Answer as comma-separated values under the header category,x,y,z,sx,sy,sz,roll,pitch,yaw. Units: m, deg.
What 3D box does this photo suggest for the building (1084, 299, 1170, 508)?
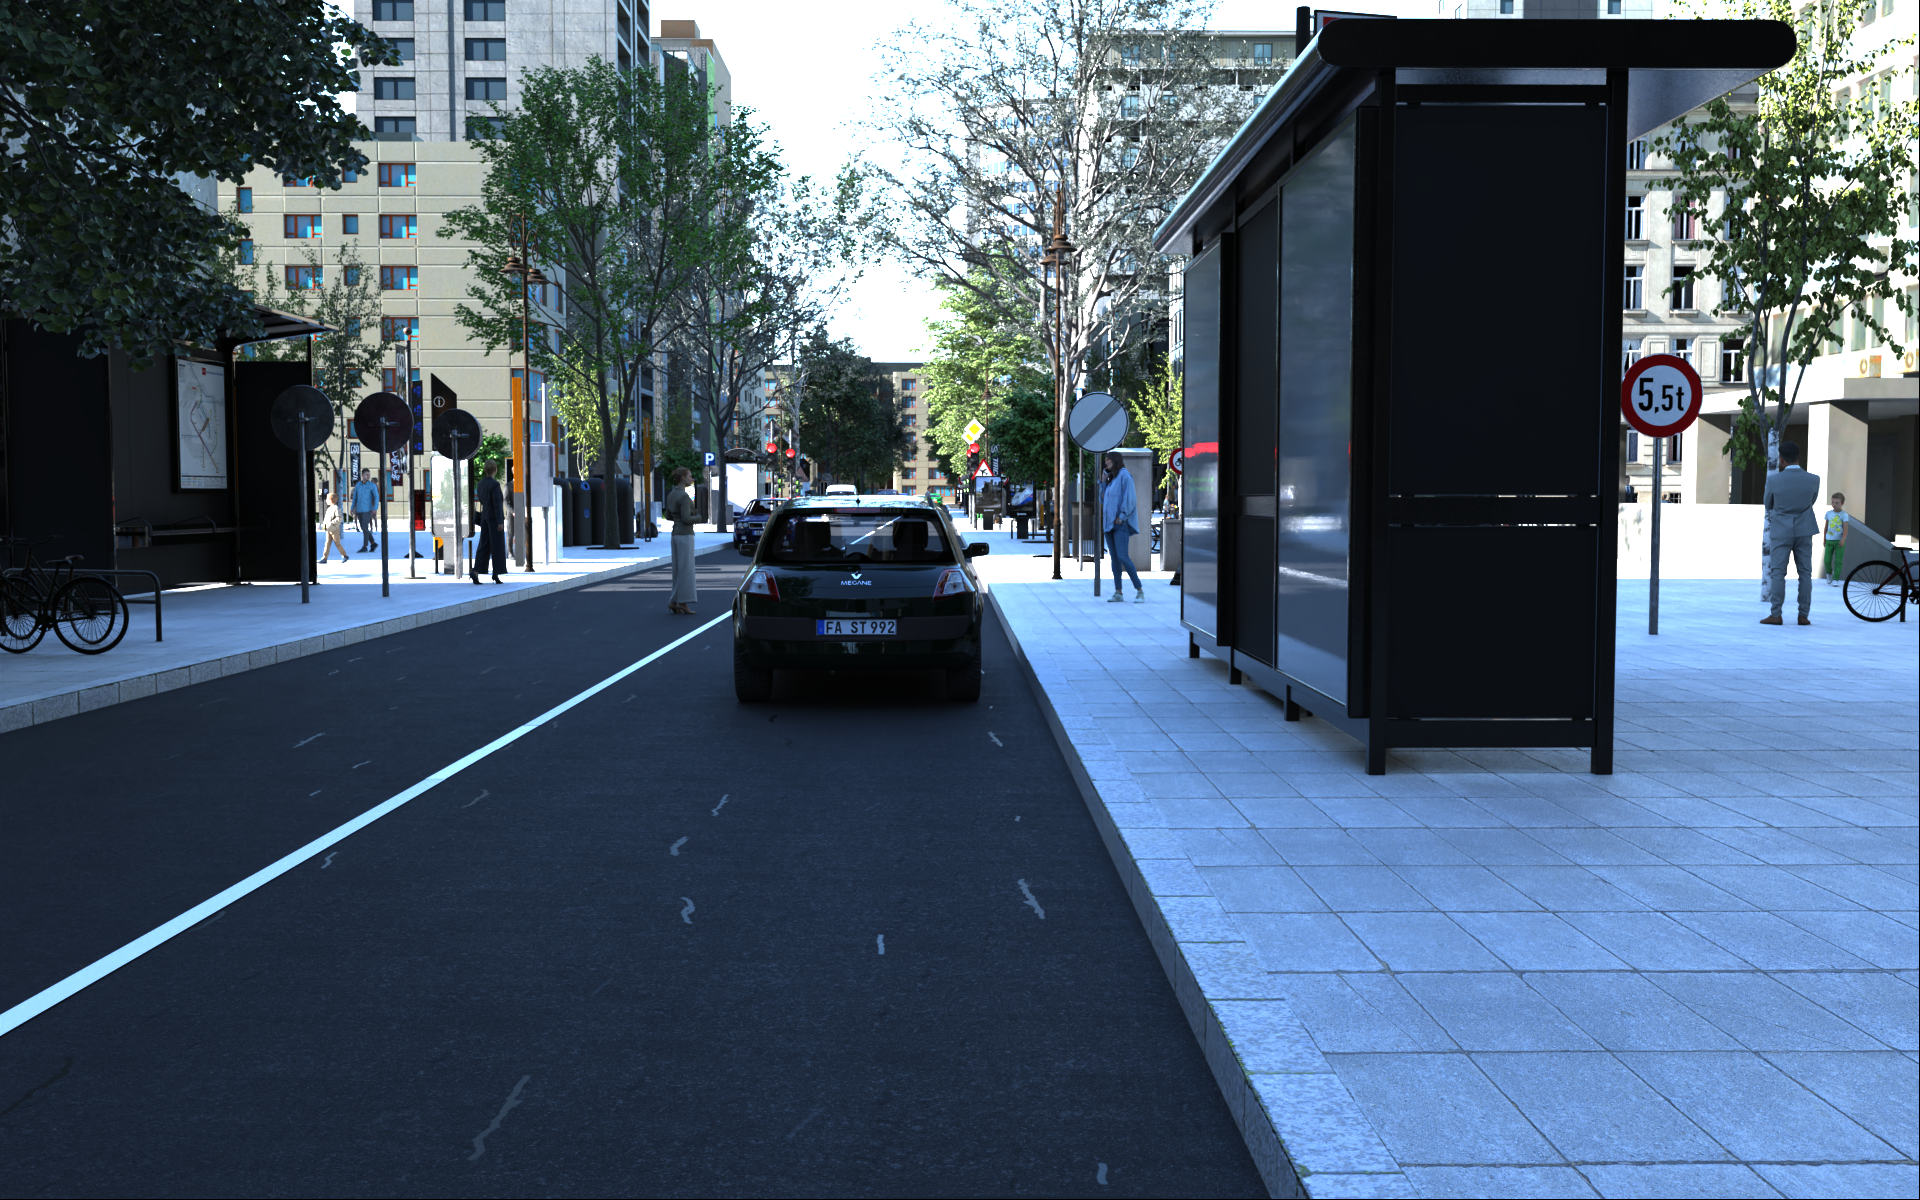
category,x,y,z,sx,sy,sz,roll,pitch,yaw
building,27.026,-19.774,168.350,27.650,21.520,28.899,0,4,-1

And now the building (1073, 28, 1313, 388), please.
category,x,y,z,sx,sy,sz,roll,pitch,yaw
building,27.878,-37.083,195.552,28.713,52.752,27.495,0,4,-1

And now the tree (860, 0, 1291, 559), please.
category,x,y,z,sx,sy,sz,roll,pitch,yaw
tree,2.106,-7.583,34.352,12.009,13.543,11.850,0,3,0

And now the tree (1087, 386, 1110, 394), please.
category,x,y,z,sx,sy,sz,roll,pitch,yaw
tree,9.832,-9.663,108.350,4.737,8.622,4.395,0,3,0

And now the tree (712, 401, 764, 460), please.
category,x,y,z,sx,sy,sz,roll,pitch,yaw
tree,-17.052,-11.333,135.663,4.360,8.622,3.978,0,3,0

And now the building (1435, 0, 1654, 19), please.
category,x,y,z,sx,sy,sz,roll,pitch,yaw
building,64.836,-46.503,198.578,20.611,71.187,20.563,0,4,-1

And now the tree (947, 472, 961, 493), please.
category,x,y,z,sx,sy,sz,roll,pitch,yaw
tree,-0.119,-16.023,212.344,4.360,8.622,3.978,0,3,0

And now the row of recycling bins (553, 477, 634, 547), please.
category,x,y,z,sx,sy,sz,roll,pitch,yaw
row of recycling bins,-9.394,-2.219,43.398,1.069,1.692,3.534,1,4,22

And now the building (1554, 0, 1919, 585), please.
category,x,y,z,sx,sy,sz,roll,pitch,yaw
building,29.125,-20.696,30.268,32.217,40.220,23.993,0,4,-1

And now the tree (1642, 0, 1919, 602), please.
category,x,y,z,sx,sy,sz,roll,pitch,yaw
tree,9.878,-4.288,20.464,4.737,8.622,4.395,0,3,0

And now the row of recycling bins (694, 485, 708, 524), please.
category,x,y,z,sx,sy,sz,roll,pitch,yaw
row of recycling bins,-11.613,-4.167,75.237,1.069,1.692,3.534,0,4,4

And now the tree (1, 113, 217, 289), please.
category,x,y,z,sx,sy,sz,roll,pitch,yaw
tree,-16.299,-5.077,33.371,4.360,8.622,3.978,0,3,0

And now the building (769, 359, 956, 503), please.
category,x,y,z,sx,sy,sz,roll,pitch,yaw
building,-15.061,-25.296,258.624,28.899,21.520,27.650,0,4,-1

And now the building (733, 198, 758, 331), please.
category,x,y,z,sx,sy,sz,roll,pitch,yaw
building,-45.119,-38.947,256.392,30.456,49.044,23.786,0,4,-1

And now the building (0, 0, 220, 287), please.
category,x,y,z,sx,sy,sz,roll,pitch,yaw
building,-38.369,-14.411,40.135,34.151,26.468,19.350,0,4,-1

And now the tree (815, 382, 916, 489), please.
category,x,y,z,sx,sy,sz,roll,pitch,yaw
tree,-8.171,-12.422,137.506,8.767,10.594,7.601,0,4,-1

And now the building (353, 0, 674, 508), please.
category,x,y,z,sx,sy,sz,roll,pitch,yaw
building,-32.127,-42.356,130.776,20.563,71.187,20.611,0,4,-1

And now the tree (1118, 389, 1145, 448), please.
category,x,y,z,sx,sy,sz,roll,pitch,yaw
tree,10.762,-10.388,120.209,4.360,8.622,3.978,0,3,0

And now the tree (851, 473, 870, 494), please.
category,x,y,z,sx,sy,sz,roll,pitch,yaw
tree,-9.234,-10.037,158.711,1.663,3.219,1.824,0,3,0

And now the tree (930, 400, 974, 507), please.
category,x,y,z,sx,sy,sz,roll,pitch,yaw
tree,0.727,-15.493,179.062,9.928,11.665,9.643,0,3,0

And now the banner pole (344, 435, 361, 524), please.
category,x,y,z,sx,sy,sz,roll,pitch,yaw
banner pole,-25.816,-5.110,73.560,0.863,3.779,0.401,-3,5,-45

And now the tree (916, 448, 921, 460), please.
category,x,y,z,sx,sy,sz,roll,pitch,yaw
tree,-9.503,-17.734,224.359,7.601,10.594,8.767,3,5,44

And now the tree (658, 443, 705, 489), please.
category,x,y,z,sx,sy,sz,roll,pitch,yaw
tree,-17.654,-7.763,110.644,4.285,4.588,4.351,0,3,0

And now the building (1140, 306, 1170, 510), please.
category,x,y,z,sx,sy,sz,roll,pitch,yaw
building,22.822,-16.603,138.911,16.820,18.784,16.811,0,4,-1

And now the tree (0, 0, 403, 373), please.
category,x,y,z,sx,sy,sz,roll,pitch,yaw
tree,-7.372,-6.409,11.437,9.857,13.997,8.962,0,3,0

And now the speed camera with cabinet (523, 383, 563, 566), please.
category,x,y,z,sx,sy,sz,roll,pitch,yaw
speed camera with cabinet,-7.683,-2.284,31.683,0.660,3.252,2.038,0,4,-7

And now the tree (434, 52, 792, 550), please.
category,x,y,z,sx,sy,sz,roll,pitch,yaw
tree,-7.975,-6.986,39.984,9.928,11.665,9.643,0,3,0

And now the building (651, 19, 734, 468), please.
category,x,y,z,sx,sy,sz,roll,pitch,yaw
building,-29.811,-31.692,168.268,14.600,45.320,14.200,0,4,-1

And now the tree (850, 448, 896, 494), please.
category,x,y,z,sx,sy,sz,roll,pitch,yaw
tree,-10.111,-17.026,196.502,7.486,12.596,7.792,0,3,0

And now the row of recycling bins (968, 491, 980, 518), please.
category,x,y,z,sx,sy,sz,roll,pitch,yaw
row of recycling bins,0.971,-5.415,95.645,1.069,1.692,3.534,0,4,-2

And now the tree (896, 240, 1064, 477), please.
category,x,y,z,sx,sy,sz,roll,pitch,yaw
tree,1.443,-9.739,77.353,7.486,12.596,7.792,0,3,0

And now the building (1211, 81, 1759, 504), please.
category,x,y,z,sx,sy,sz,roll,pitch,yaw
building,29.829,-15.952,94.100,30.059,22.955,16.112,0,4,-1

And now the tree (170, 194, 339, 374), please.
category,x,y,z,sx,sy,sz,roll,pitch,yaw
tree,-17.955,-5.663,42.954,4.737,8.622,4.395,0,3,0

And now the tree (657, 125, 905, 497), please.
category,x,y,z,sx,sy,sz,roll,pitch,yaw
tree,-10.052,-14.372,90.875,12.611,20.169,13.585,0,3,0

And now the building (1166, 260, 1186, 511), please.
category,x,y,z,sx,sy,sz,roll,pitch,yaw
building,19.711,-16.304,115.716,9.793,20.994,18.267,0,4,-1

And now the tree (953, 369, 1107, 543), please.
category,x,y,z,sx,sy,sz,roll,pitch,yaw
tree,2.321,-3.793,45.728,4.285,4.588,4.351,0,3,0

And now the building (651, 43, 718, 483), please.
category,x,y,z,sx,sy,sz,roll,pitch,yaw
building,-29.540,-28.760,153.819,14.154,41.232,14.086,0,4,-1

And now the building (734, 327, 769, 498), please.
category,x,y,z,sx,sy,sz,roll,pitch,yaw
building,-37.791,-21.431,195.442,28.899,21.520,27.650,0,4,-1

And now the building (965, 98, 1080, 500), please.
category,x,y,z,sx,sy,sz,roll,pitch,yaw
building,14.896,-43.575,254.443,28.212,58.520,21.231,0,4,-1

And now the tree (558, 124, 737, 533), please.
category,x,y,z,sx,sy,sz,roll,pitch,yaw
tree,-7.827,-8.948,56.673,12.009,13.543,11.850,0,3,0

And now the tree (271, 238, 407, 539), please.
category,x,y,z,sx,sy,sz,roll,pitch,yaw
tree,-17.892,-6.041,49.136,4.360,8.622,3.978,0,3,0

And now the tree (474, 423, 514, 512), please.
category,x,y,z,sx,sy,sz,roll,pitch,yaw
tree,-22.180,-5.873,79.743,4.285,4.588,4.351,0,3,0

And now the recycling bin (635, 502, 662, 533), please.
category,x,y,z,sx,sy,sz,roll,pitch,yaw
recycling bin,-10.279,-2.728,57.160,0.722,1.027,0.722,0,4,6

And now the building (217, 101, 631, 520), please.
category,x,y,z,sx,sy,sz,roll,pitch,yaw
building,-35.230,-15.567,99.562,27.650,21.520,28.899,0,4,-1

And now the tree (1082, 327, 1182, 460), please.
category,x,y,z,sx,sy,sz,roll,pitch,yaw
tree,9.033,-9.829,95.122,7.601,10.594,8.767,-1,4,-10

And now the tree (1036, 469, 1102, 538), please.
category,x,y,z,sx,sy,sz,roll,pitch,yaw
tree,3.251,-3.435,50.756,1.663,3.219,1.824,0,3,0

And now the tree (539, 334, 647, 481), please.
category,x,y,z,sx,sy,sz,roll,pitch,yaw
tree,-17.019,-7.877,79.151,4.737,8.622,4.395,0,3,0

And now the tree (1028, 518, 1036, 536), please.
category,x,y,z,sx,sy,sz,roll,pitch,yaw
tree,2.227,-3.588,53.270,1.663,3.219,1.824,0,3,0

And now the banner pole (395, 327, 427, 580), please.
category,x,y,z,sx,sy,sz,roll,pitch,yaw
banner pole,-8.262,-2.189,25.810,0.401,3.779,0.863,0,4,-1

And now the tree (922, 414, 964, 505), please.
category,x,y,z,sx,sy,sz,roll,pitch,yaw
tree,0.429,-18.042,201.634,9.857,13.997,8.962,0,3,0

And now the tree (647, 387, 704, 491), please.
category,x,y,z,sx,sy,sz,roll,pitch,yaw
tree,-19.490,-10.194,117.041,4.737,8.622,4.395,0,3,0

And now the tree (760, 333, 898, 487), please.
category,x,y,z,sx,sy,sz,roll,pitch,yaw
tree,-9.088,-12.419,120.066,9.611,12.733,9.660,0,3,0

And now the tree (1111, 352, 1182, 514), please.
category,x,y,z,sx,sy,sz,roll,pitch,yaw
tree,10.850,-8.358,87.017,4.737,8.622,4.395,0,3,0

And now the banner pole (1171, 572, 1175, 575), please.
category,x,y,z,sx,sy,sz,roll,pitch,yaw
banner pole,3.530,-2.276,27.234,0.401,3.779,0.863,1,4,10
